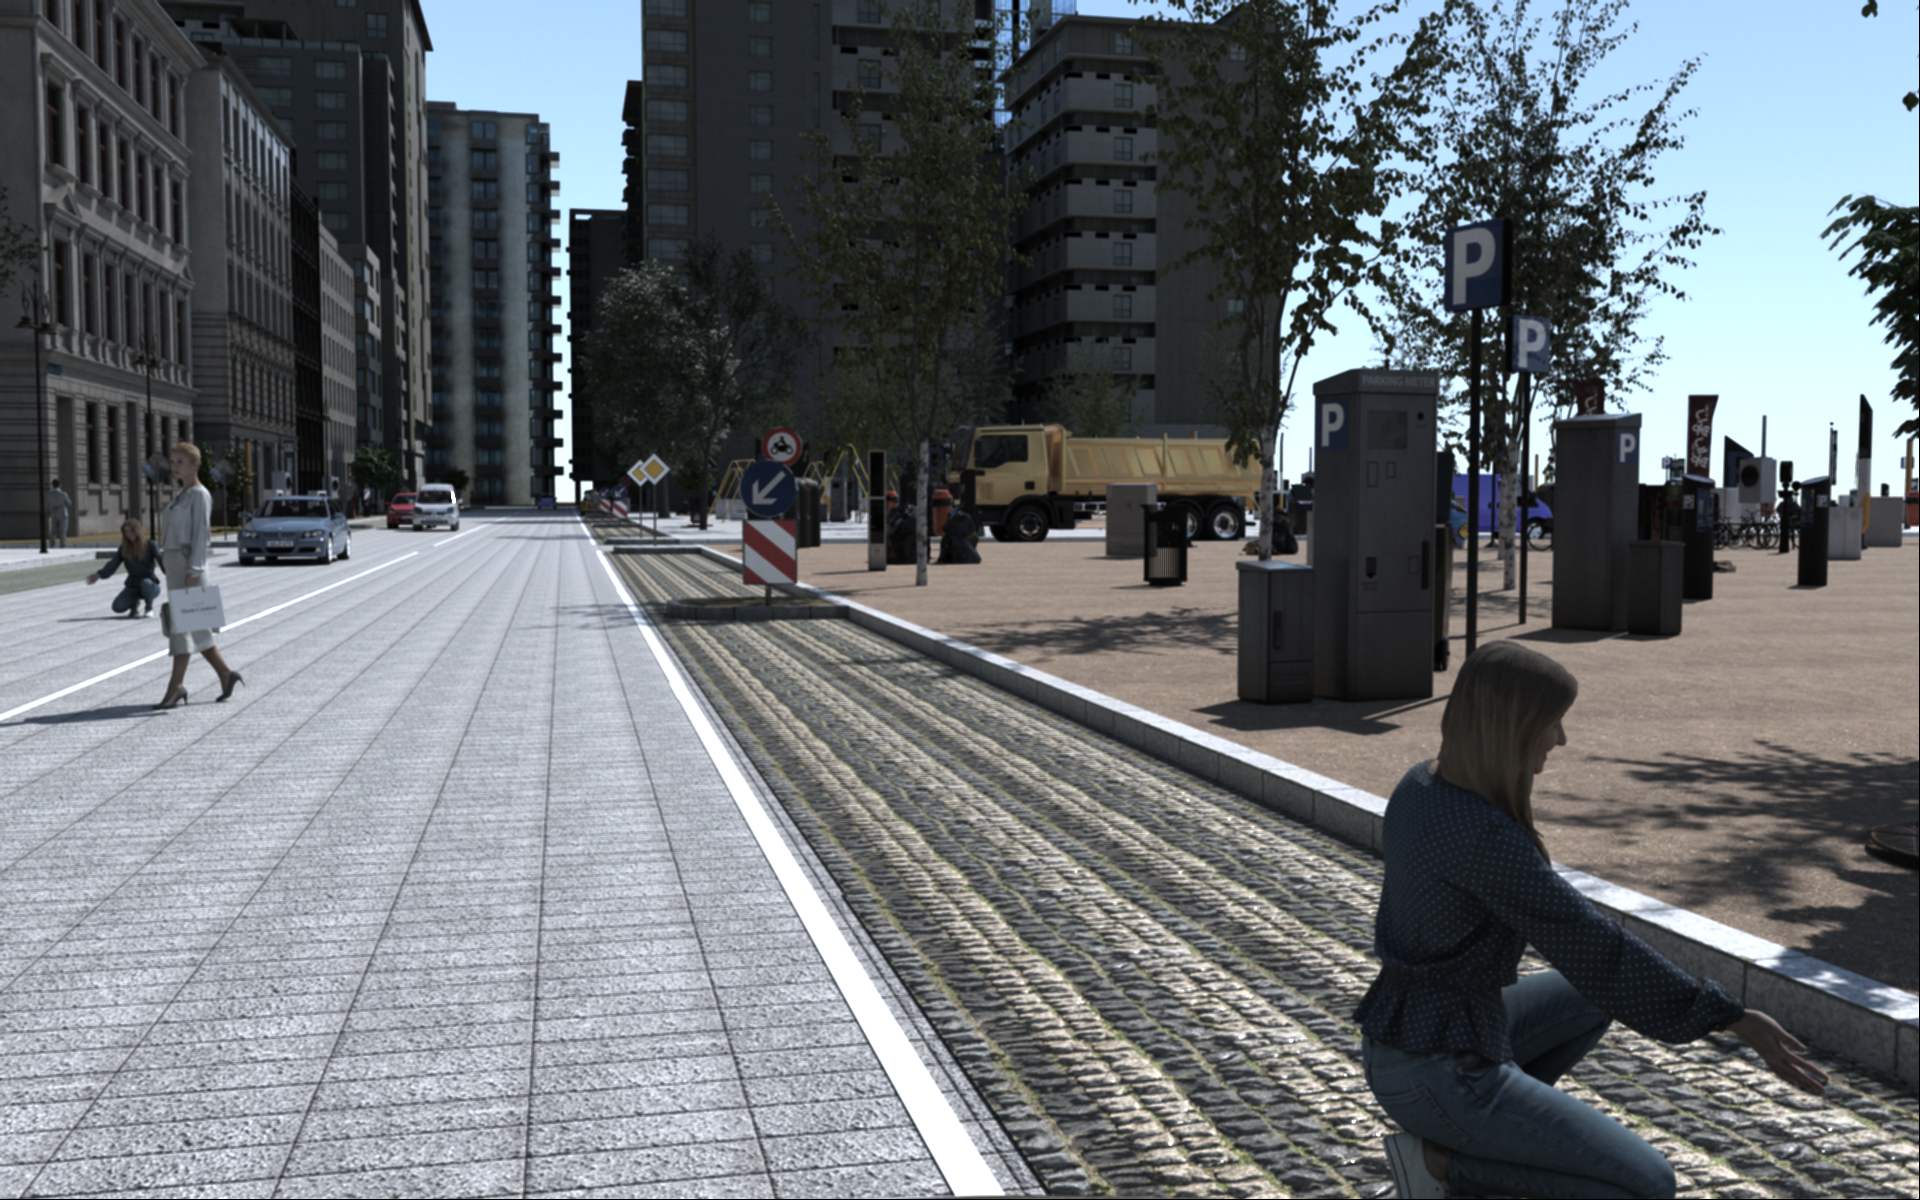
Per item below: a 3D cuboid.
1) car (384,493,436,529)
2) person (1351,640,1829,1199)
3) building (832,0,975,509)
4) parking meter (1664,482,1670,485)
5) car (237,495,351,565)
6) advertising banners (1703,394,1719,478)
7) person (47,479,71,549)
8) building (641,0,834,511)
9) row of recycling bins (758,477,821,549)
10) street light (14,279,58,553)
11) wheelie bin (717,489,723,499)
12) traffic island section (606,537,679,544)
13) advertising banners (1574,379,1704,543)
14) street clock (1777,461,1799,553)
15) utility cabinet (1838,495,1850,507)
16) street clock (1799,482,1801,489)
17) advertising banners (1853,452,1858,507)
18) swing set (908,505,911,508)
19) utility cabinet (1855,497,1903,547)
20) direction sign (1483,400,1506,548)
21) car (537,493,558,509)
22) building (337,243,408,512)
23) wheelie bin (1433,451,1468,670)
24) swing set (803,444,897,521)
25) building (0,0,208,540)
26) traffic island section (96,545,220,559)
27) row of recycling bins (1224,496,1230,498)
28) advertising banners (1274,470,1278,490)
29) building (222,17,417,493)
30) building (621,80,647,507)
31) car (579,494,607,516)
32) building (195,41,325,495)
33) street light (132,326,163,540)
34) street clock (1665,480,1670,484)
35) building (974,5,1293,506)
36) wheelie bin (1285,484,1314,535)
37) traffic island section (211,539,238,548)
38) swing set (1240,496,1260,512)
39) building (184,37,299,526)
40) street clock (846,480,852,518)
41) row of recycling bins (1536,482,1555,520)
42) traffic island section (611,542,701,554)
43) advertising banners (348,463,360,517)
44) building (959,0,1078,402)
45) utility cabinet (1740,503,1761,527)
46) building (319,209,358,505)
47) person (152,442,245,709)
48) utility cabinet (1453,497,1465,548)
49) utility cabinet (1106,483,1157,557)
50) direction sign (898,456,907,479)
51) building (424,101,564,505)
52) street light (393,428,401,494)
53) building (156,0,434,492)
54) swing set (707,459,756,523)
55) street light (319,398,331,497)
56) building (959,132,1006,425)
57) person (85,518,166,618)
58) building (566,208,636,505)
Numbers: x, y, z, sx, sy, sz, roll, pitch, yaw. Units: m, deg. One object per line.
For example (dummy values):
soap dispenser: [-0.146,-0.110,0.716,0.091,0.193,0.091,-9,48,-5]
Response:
car: [-22.918,-3.877,72.423,2.155,1.783,4.494,-1,4,-14]
person: [1.150,0.643,3.485,0.738,1.151,1.012,0,4,3]
building: [-14.131,-34.758,157.530,28.713,52.752,27.495,-1,4,-13]
parking meter: [34.541,-4.818,84.485,0.255,1.863,0.399,-2,4,-28]
car: [-13.965,-1.499,36.503,2.014,1.417,4.499,-1,4,-12]
advertising banners: [12.262,-2.099,30.500,2.074,3.025,0.090,0,4,4]
person: [-21.903,-2.047,42.157,0.511,1.800,0.466,-1,4,-8]
building: [-17.723,-27.650,135.668,14.154,41.232,14.086,-1,4,-13]
row of recycling bins: [-4.052,-2.070,40.955,1.069,1.692,3.534,0,4,7]
street light: [-19.917,-3.956,37.470,0.468,5.910,1.993,-1,4,-13]
wheelie bin: [-15.798,-6.366,111.994,0.980,1.594,0.693,2,4,31]
traffic island section: [-9.218,-1.706,50.169,2.009,0.180,2.903,-1,4,-13]
advertising banners: [10.055,-1.816,25.882,0.090,3.025,2.074,-2,4,-35]
street clock: [18.052,-2.037,37.881,0.358,2.002,0.471,2,4,30]
utility cabinet: [52.875,-5.632,103.244,1.020,1.237,0.306,-1,4,-13]
street clock: [46.864,-5.659,97.097,0.471,2.002,0.358,3,4,37]
advertising banners: [34.092,-4.267,65.950,0.090,3.025,2.074,2,4,26]
swing set: [-3.980,-5.795,92.362,2.862,2.851,3.119,-1,4,-10]
utility cabinet: [22.543,-1.918,42.529,1.020,1.237,0.306,1,4,17]
direction sign: [12.803,-3.029,41.529,0.876,3.537,0.379,-3,5,-39]
car: [-39.101,-9.445,164.018,1.945,1.707,3.694,-1,4,-14]
building: [-57.669,-17.495,131.080,27.650,21.520,28.899,-1,4,-13]
wheelie bin: [3.308,-0.306,12.904,0.980,1.594,0.693,1,4,21]
swing set: [-3.700,-3.552,55.690,2.862,2.851,3.119,-1,4,-9]
building: [-32.748,-13.488,56.689,11.583,22.565,21.152,-1,4,-13]
traffic island section: [-18.448,-1.077,39.883,2.009,0.180,2.903,-1,4,-13]
row of recycling bins: [19.793,-7.383,127.824,1.069,1.692,3.534,1,4,22]
advertising banners: [23.354,-7.933,125.884,0.090,3.025,2.074,-1,4,-21]
building: [-56.273,-28.710,152.998,14.154,41.232,14.086,-1,4,-13]
building: [-24.442,-32.404,184.431,22.147,44.769,28.867,-1,4,-13]
car: [-24.626,-6.499,116.488,2.015,1.641,3.980,-1,4,-11]
building: [-41.655,-16.066,92.351,12.332,23.373,15.834,-1,4,-13]
street light: [-22.389,-4.592,47.863,0.468,5.910,1.993,-1,4,-13]
street clock: [37.059,-5.254,90.467,0.471,2.002,0.358,-1,4,-19]
building: [18.593,-36.999,194.176,27.495,52.752,28.713,-1,4,-13]
wheelie bin: [10.662,-2.845,54.430,0.980,1.594,0.693,-1,4,-18]
traffic island section: [-20.227,-1.553,47.668,2.009,0.180,2.903,-1,4,-13]
swing set: [13.646,-5.257,83.568,2.862,2.851,3.119,0,4,-3]
building: [-35.633,-13.895,76.340,9.793,20.994,18.267,-1,4,-13]
street clock: [-5.893,-5.328,91.690,0.358,2.002,0.471,-2,4,-29]
row of recycling bins: [19.909,-3.095,57.711,1.069,1.692,3.534,1,4,10]
traffic island section: [-7.439,-1.230,42.384,2.009,0.180,2.903,-1,4,-13]
advertising banners: [-34.360,-6.236,98.151,0.090,3.025,2.074,0,4,-5]
building: [3.436,-55.951,227.472,31.000,86.520,22.319,-1,4,-13]
utility cabinet: [30.371,-3.556,66.813,0.318,1.500,1.173,-1,4,-20]
building: [-44.344,-15.524,108.568,10.420,20.320,16.860,-1,4,-13]
person: [-5.174,-0.176,11.735,0.624,1.780,0.694,-2,4,-31]
utility cabinet: [11.469,-1.842,41.285,1.020,1.237,0.306,0,4,-3]
utility cabinet: [3.449,-1.610,35.007,0.318,1.500,1.173,-3,4,-38]
direction sign: [-3.425,-6.804,103.238,0.379,3.537,0.876,3,4,37]
building: [-64.769,-36.337,213.723,30.456,49.044,23.786,-1,4,-13]
street light: [-38.455,-8.907,118.423,0.468,5.910,1.993,-1,4,-13]
building: [-67.870,-35.771,174.088,27.495,52.752,28.713,-1,4,-13]
swing set: [-9.944,-4.989,79.194,2.862,2.851,3.119,-2,4,-24]
street light: [-30.507,-6.766,83.413,0.468,5.910,1.993,-1,4,-13]
building: [-3.203,-31.376,196.596,14.086,41.232,14.154,-1,4,-13]
person: [-9.489,-0.374,20.111,1.012,1.151,0.738,0,4,-5]
building: [-38.498,-32.545,223.996,23.993,40.220,32.217,-1,4,-13]
